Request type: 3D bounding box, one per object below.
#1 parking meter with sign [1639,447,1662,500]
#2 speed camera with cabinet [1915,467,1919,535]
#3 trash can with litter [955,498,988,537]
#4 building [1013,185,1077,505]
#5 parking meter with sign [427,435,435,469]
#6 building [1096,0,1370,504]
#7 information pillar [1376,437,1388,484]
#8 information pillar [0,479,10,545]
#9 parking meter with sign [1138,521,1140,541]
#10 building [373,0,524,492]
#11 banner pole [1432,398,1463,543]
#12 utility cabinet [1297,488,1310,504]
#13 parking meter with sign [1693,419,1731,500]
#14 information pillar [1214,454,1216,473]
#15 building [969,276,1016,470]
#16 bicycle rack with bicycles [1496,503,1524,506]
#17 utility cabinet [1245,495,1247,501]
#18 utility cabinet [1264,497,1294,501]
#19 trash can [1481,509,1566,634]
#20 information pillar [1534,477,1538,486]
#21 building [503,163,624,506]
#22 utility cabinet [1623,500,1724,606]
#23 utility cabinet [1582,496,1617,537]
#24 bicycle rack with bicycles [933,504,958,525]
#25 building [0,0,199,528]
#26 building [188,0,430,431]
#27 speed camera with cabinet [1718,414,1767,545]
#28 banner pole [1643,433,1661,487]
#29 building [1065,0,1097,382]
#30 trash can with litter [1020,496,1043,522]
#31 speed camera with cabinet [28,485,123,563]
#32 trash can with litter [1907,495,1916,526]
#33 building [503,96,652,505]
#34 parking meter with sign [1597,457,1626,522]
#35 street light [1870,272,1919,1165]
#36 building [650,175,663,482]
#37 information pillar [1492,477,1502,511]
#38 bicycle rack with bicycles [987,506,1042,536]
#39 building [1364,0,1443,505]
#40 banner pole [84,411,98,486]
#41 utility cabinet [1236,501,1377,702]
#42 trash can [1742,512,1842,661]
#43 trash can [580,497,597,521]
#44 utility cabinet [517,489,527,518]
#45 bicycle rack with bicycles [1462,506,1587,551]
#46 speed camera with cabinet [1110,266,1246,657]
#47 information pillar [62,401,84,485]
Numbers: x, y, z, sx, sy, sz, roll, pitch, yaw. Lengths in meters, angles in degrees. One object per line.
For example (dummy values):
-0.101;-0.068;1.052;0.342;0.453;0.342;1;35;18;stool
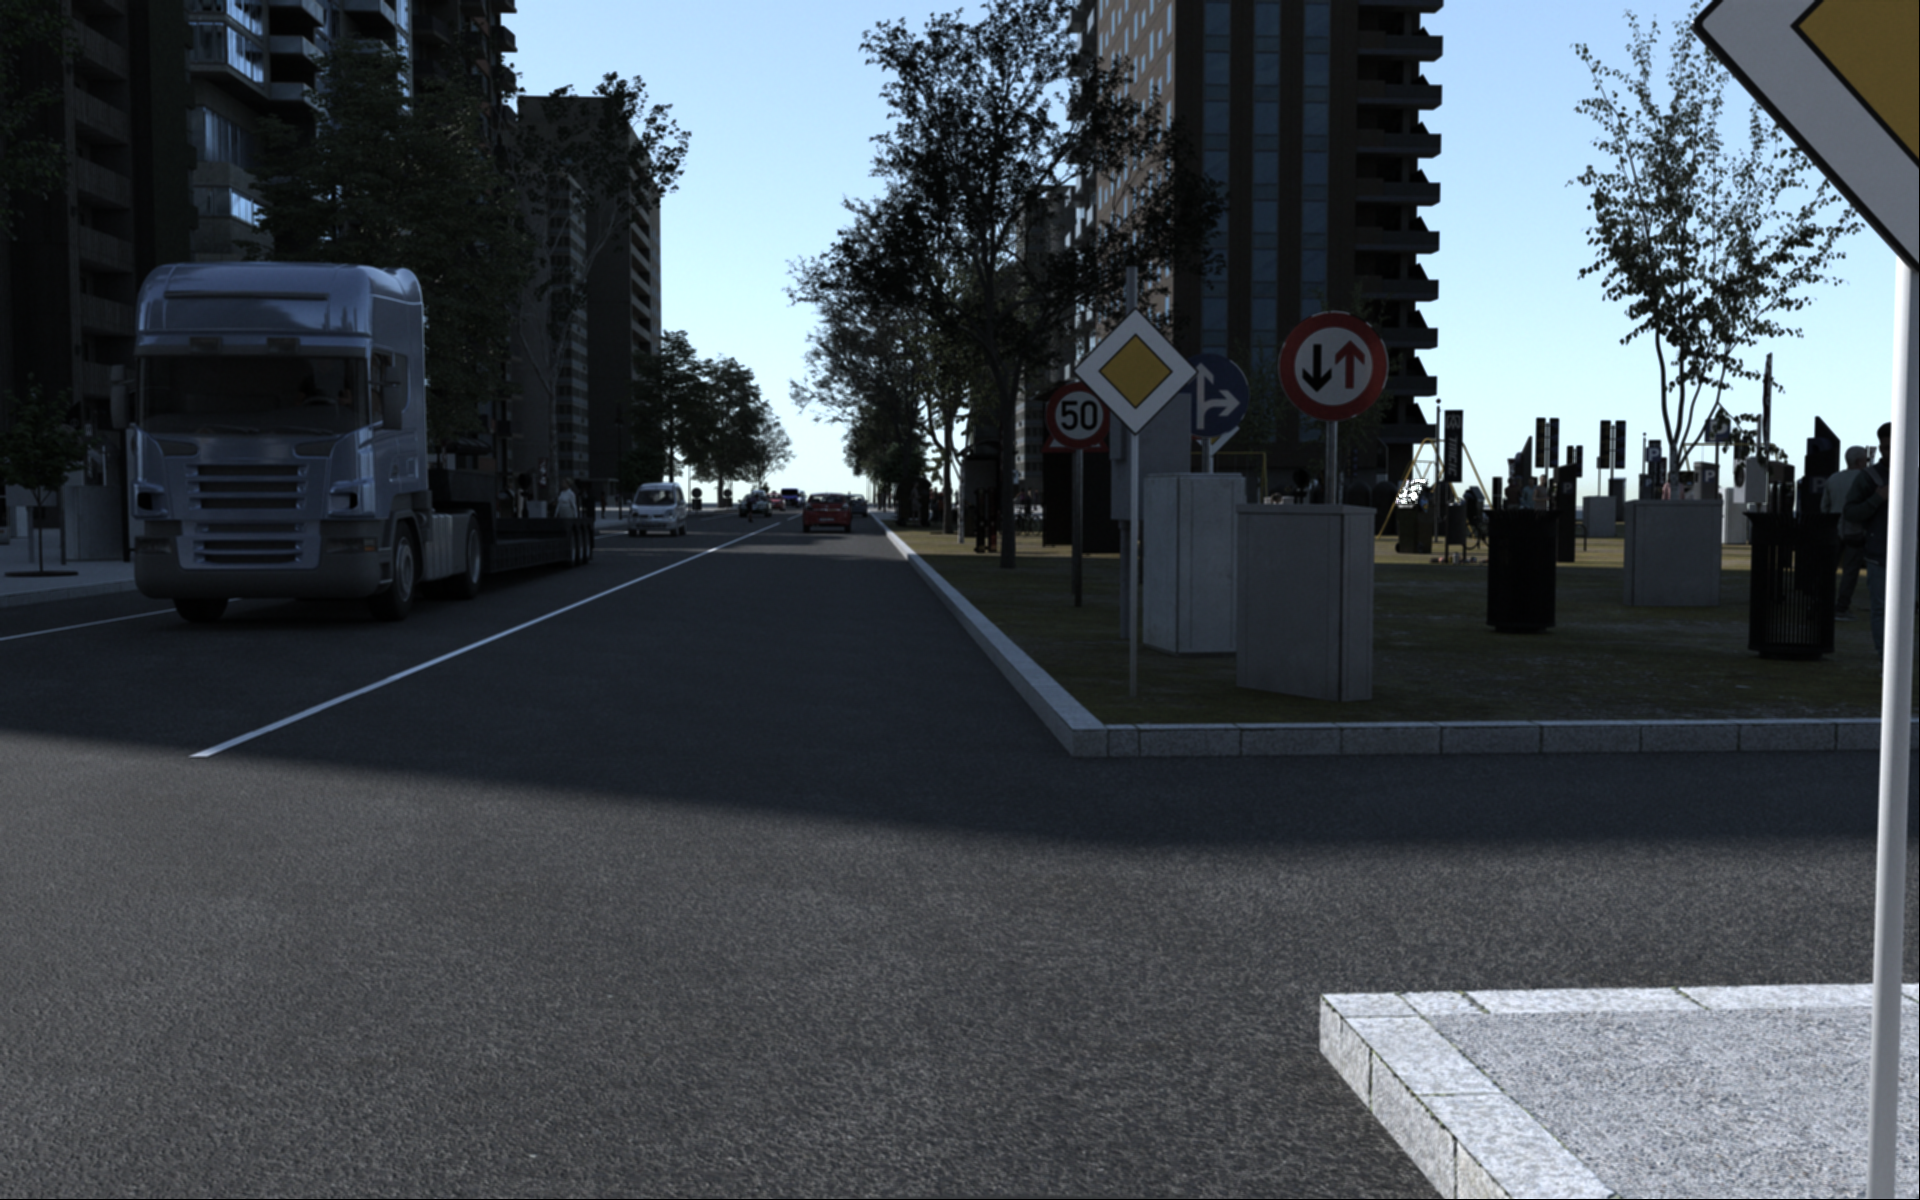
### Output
25.909;-4.222;65.284;0.543;3.016;1.738;1;4;9;parking meter with sign
31.824;-3.766;55.905;2.038;3.252;0.660;-1;4;-11;speed camera with cabinet
0.420;-2.446;51.383;1.055;1.170;0.624;-1;4;-22;trash can with litter
19.430;-31.439;205.914;32.217;40.220;23.993;0;4;-4;building
-15.665;-3.296;50.144;0.543;3.016;1.738;0;4;-3;parking meter with sign
16.568;-28.155;110.439;14.600;45.320;14.200;0;4;-4;building
17.427;-4.907;71.583;0.183;3.616;0.504;-3;5;-43;information pillar
-24.199;-2.400;43.735;0.304;2.012;0.304;-2;4;-24;information pillar
5.243;-3.112;47.142;0.543;3.016;1.738;-1;4;-19;parking meter with sign
-45.150;-28.962;128.155;22.147;44.769;28.867;0;4;-4;building
12.751;-3.387;45.401;0.863;3.779;0.401;1;4;15;banner pole
12.481;-3.325;63.048;0.318;1.500;1.173;0;4;3;utility cabinet
17.733;-2.743;41.109;0.543;3.016;1.738;1;4;10;parking meter with sign
12.530;-5.743;85.258;0.183;3.616;0.504;0;4;6;information pillar
8.143;-28.570;238.818;14.160;30.474;14.107;0;4;-4;building
21.808;-3.241;66.366;2.852;0.926;2.925;0;4;-7;bicycle rack with bicycles
13.610;-4.535;85.312;1.020;1.237;0.306;-1;4;-10;utility cabinet
7.516;-1.818;40.886;0.306;1.237;1.020;-1;4;-16;utility cabinet
5.214;-0.270;16.075;0.748;1.137;0.748;0;3;0;trash can
24.694;-4.289;74.610;0.304;2.012;0.304;1;4;10;information pillar
-54.672;-30.588;191.991;32.217;40.220;23.993;0;4;-4;building
8.189;-0.535;19.912;1.020;1.237;0.306;0;4;0;utility cabinet
19.261;-2.510;52.203;1.020;1.237;0.306;-1;4;-20;utility cabinet
0.245;-3.698;73.838;2.852;0.926;2.925;-1;4;-13;bicycle rack with bicycles
-39.130;-18.039;66.636;14.160;30.474;14.107;0;4;-4;building
-43.437;-47.974;97.051;22.319;86.520;31.000;0;4;-4;building
19.553;-3.008;43.518;0.660;3.252;2.038;0;4;1;speed camera with cabinet
28.069;-4.922;70.490;0.863;3.779;0.401;1;4;22;banner pole
20.115;-31.407;133.116;23.786;49.044;30.456;0;4;-4;building
3.183;-4.249;80.534;1.678;1.210;2.233;-1;4;-11;trash can with litter
-17.039;-2.362;32.952;0.660;3.252;2.038;2;4;29;speed camera with cabinet
34.724;-3.118;62.372;0.624;1.170;1.055;0;4;0;trash can with litter
-50.268;-36.160;214.911;21.300;48.544;21.600;0;4;-4;building
30.608;-5.162;80.664;1.738;3.016;0.543;3;4;38;parking meter with sign
2.056;-1.820;2.544;0.468;5.910;1.993;0;4;-4;street light
-47.950;-35.675;233.402;14.600;45.320;14.200;0;4;-4;building
23.074;-4.277;74.414;0.304;2.012;0.304;3;5;44;information pillar
2.249;-2.513;54.476;2.852;0.926;2.925;-1;4;-12;bicycle rack with bicycles
17.461;-27.289;96.294;14.600;45.320;14.200;0;4;-4;building
-25.951;-3.779;51.811;0.401;3.779;0.863;0;3;0;banner pole
2.214;0.001;11.153;0.306;1.237;1.020;-2;4;-30;utility cabinet
6.498;-0.114;13.515;0.748;1.137;0.748;0;3;0;trash can
-16.690;-4.044;77.781;0.748;1.137;0.748;0;3;0;trash can
-17.797;-3.771;70.342;0.318;1.500;1.173;-1;4;-18;utility cabinet
12.937;-1.620;39.864;2.925;0.926;2.852;0;4;-5;bicycle rack with bicycles
1.799;-1.235;14.521;0.660;3.252;2.038;-1;4;-10;speed camera with cabinet
-22.247;-3.189;43.501;0.504;3.616;0.183;0;4;5;information pillar
